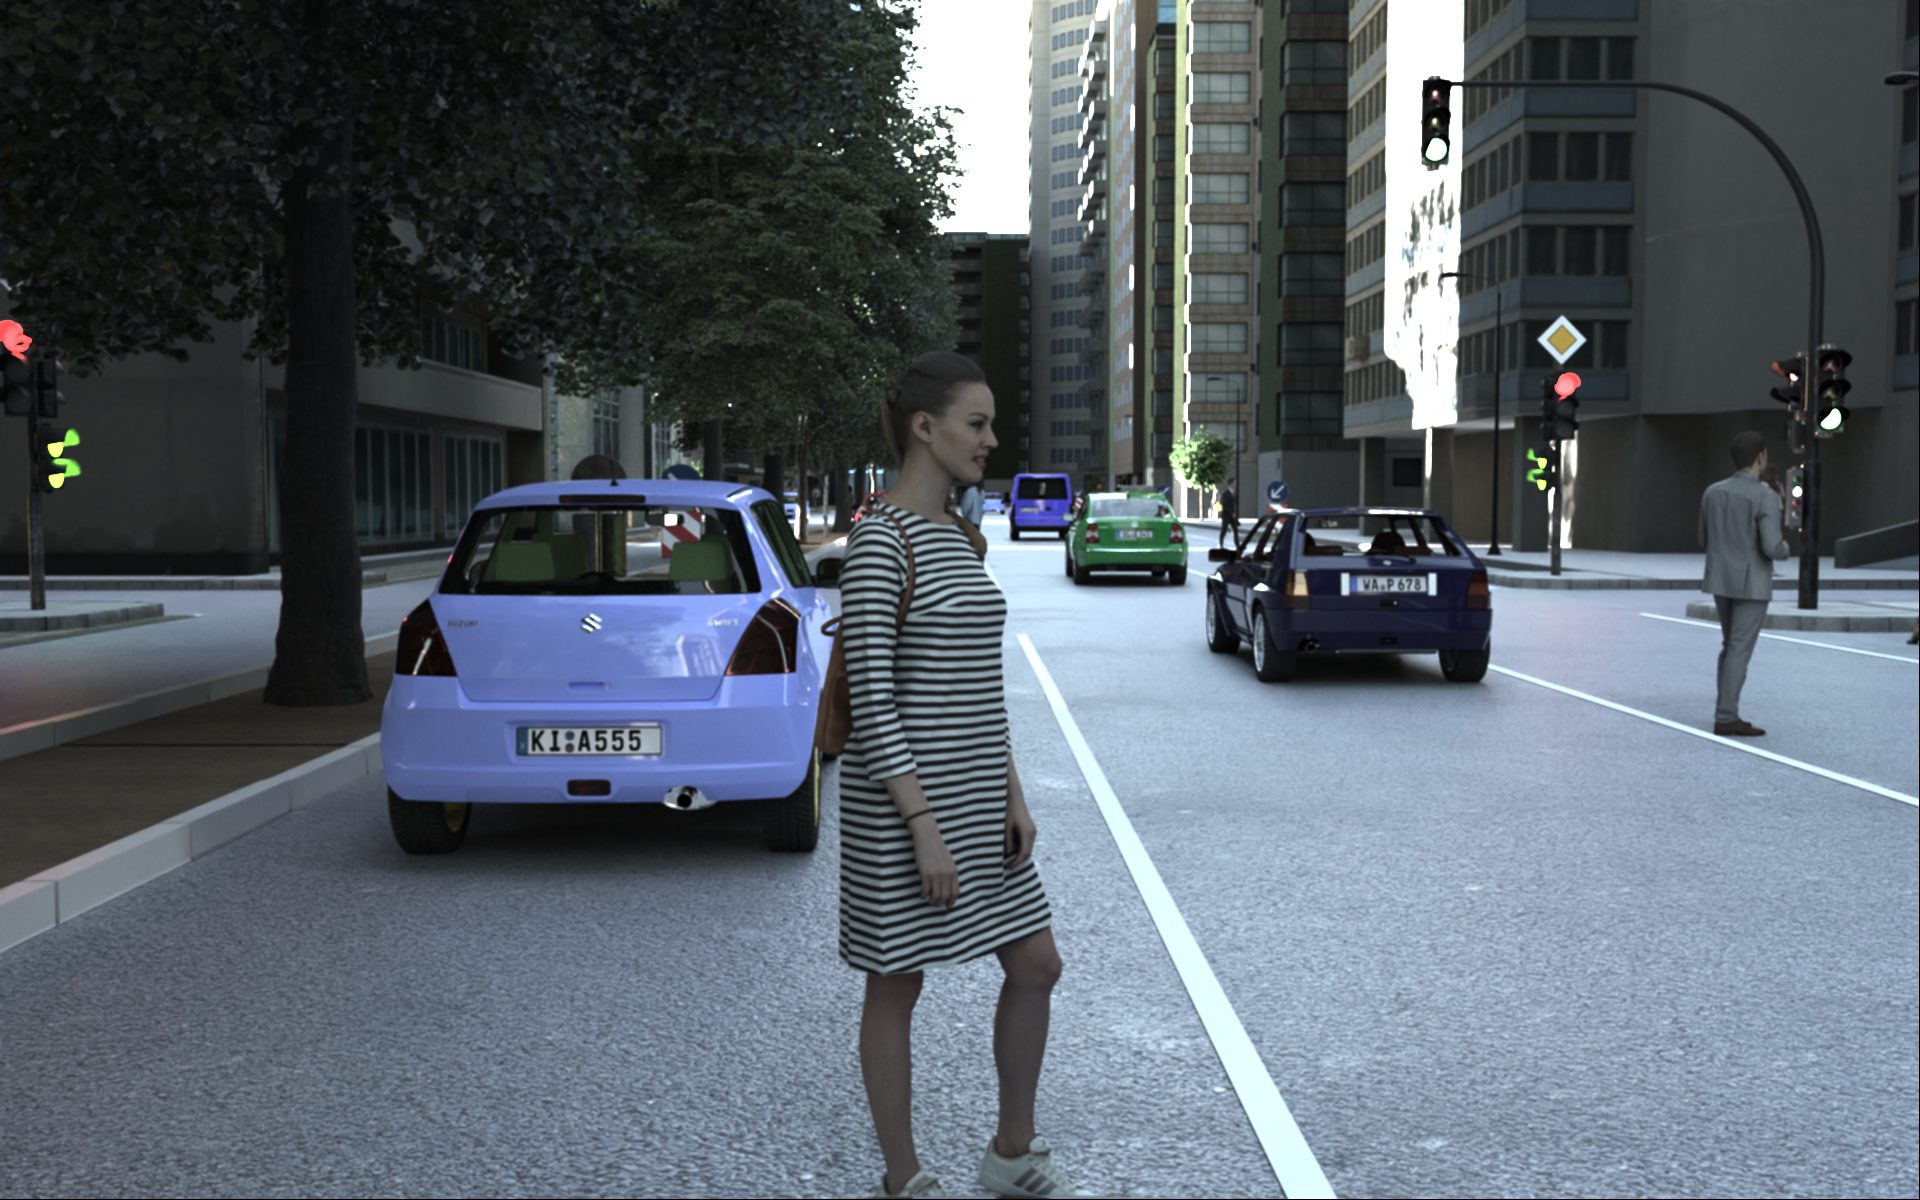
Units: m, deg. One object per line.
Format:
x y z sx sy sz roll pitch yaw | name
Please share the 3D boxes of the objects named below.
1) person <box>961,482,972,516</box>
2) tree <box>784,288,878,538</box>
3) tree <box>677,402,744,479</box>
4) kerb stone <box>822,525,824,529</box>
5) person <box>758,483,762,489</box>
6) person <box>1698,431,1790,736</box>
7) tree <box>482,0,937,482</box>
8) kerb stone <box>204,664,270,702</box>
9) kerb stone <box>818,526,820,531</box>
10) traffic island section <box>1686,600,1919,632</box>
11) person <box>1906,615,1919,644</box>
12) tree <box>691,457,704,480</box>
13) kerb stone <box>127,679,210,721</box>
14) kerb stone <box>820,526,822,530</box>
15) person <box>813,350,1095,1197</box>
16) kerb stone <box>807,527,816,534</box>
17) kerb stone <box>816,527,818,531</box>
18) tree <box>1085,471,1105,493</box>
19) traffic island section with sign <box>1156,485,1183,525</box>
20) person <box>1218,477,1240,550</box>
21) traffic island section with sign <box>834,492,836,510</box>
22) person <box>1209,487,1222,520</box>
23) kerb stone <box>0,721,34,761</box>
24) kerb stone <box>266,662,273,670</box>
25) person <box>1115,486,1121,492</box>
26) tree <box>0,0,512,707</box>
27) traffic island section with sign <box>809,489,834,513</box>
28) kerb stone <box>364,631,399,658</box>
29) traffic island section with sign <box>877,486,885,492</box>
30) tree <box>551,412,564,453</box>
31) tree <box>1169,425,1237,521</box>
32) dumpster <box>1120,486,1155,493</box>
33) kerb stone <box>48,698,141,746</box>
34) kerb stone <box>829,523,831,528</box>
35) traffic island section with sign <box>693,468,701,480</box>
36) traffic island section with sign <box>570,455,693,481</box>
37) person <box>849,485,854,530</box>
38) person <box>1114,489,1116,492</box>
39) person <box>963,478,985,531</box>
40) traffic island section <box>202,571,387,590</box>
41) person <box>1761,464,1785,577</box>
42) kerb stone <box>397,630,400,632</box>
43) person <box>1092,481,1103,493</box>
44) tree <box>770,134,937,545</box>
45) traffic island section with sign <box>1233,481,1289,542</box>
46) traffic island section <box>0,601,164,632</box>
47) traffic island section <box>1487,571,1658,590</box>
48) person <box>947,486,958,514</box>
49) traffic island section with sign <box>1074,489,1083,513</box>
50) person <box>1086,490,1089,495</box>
0.254 -2.001 41.555 0.601 1.785 0.444 -2 4 -31 | person
-4.350 -6.303 55.875 4.360 8.622 3.978 0 3 0 | tree
-13.924 -9.065 98.576 4.360 8.622 3.978 0 3 0 | tree
-5.575 -2.818 68.337 0.120 0.150 1.000 0 4 0 | kerb stone
-6.501 -2.929 56.739 0.601 1.785 0.444 -1 4 -18 | person
4.730 -0.100 10.330 0.583 1.804 0.606 -2 4 -24 | person
-4.275 -6.651 29.324 7.486 12.596 7.792 0 3 0 | tree
-5.198 0.602 12.358 0.120 0.150 1.000 0 4 0 | kerb stone
-5.561 -2.696 66.289 0.120 0.150 1.000 0 4 0 | kerb stone
9.484 0.178 19.369 2.009 0.180 2.903 0 4 0 | traffic island section
9.351 -0.464 16.363 0.520 1.790 0.573 -1 4 -20 | person
-13.317 -5.811 89.610 1.663 3.219 1.824 0 3 0 | tree
-5.195 0.665 11.324 0.120 0.150 1.000 0 4 0 | kerb stone
-5.571 -2.759 67.311 0.120 0.150 1.000 0 4 0 | kerb stone
-0.047 0.378 3.326 0.522 1.701 0.512 2 4 28 | person
-5.544 -2.564 64.238 0.120 0.150 1.000 0 4 0 | kerb stone
-5.555 -2.634 65.263 0.120 0.150 1.000 0 4 0 | kerb stone
10.952 -8.928 140.572 1.663 3.219 1.824 0 3 0 | tree
9.090 -4.310 79.097 1.989 1.847 2.006 0 4 0 | traffic island section with sign
6.801 -2.141 43.287 0.755 1.850 0.659 2 4 33 | person
-10.855 -9.013 155.983 1.989 1.847 2.006 0 4 0 | traffic island section with sign
12.883 -4.952 87.233 0.699 1.804 1.509 1 4 12 | person
-5.173 0.790 9.280 0.120 0.150 1.000 0 4 0 | kerb stone
-5.197 0.539 13.380 0.120 0.150 1.000 0 4 0 | kerb stone
5.794 -3.330 63.789 0.563 1.720 0.643 2 4 30 | person
-4.431 -6.268 11.602 9.857 13.997 8.962 0 3 0 | tree
-10.673 -7.364 129.029 1.989 1.847 2.006 0 4 0 | traffic island section with sign
-5.225 0.414 15.434 0.120 0.150 1.000 0 4 0 | kerb stone
-4.750 -5.745 102.060 2.006 1.907 1.989 0 4 0 | traffic island section with sign
-13.461 -4.144 51.473 4.285 4.588 4.351 0 3 0 | tree
11.598 -6.034 82.375 4.285 4.588 4.351 0 3 0 | tree
8.772 -4.784 86.439 1.865 1.857 1.264 0 4 -1 | dumpster
-5.182 0.735 10.303 0.120 0.150 1.000 0 4 0 | kerb stone
-5.602 -3.073 72.438 0.120 0.150 1.000 0 4 0 | kerb stone
-4.233 -1.149 26.923 2.006 1.907 1.989 0 4 0 | traffic island section with sign
-4.193 -0.696 19.516 2.006 1.907 1.989 0 4 0 | traffic island section with sign
-4.283 -3.513 66.298 0.532 1.782 0.716 1 4 17 | person
9.061 -5.642 101.020 0.678 1.792 0.850 3 5 40 | person
0.300 -1.645 35.667 0.793 1.790 0.793 0 4 7 | person
-10.311 -0.302 27.226 2.009 0.180 2.903 0 4 0 | traffic island section
12.491 -1.241 26.922 0.643 1.750 0.593 2 4 32 | person
-5.229 0.351 16.456 0.120 0.150 1.000 0 4 0 | kerb stone
4.400 -2.811 54.452 0.794 1.824 0.713 1 4 21 | person
-4.385 -7.360 48.552 9.928 11.665 9.643 0 3 0 | tree
9.270 -2.650 51.953 1.989 1.847 2.006 0 4 0 | traffic island section with sign
-10.257 0.186 19.241 2.009 0.180 2.903 0 4 0 | traffic island section
9.430 -0.310 27.354 2.009 0.180 2.903 0 4 0 | traffic island section
-0.297 -3.615 68.151 0.519 1.759 0.362 -1 4 -10 | person
8.745 -7.404 129.689 1.989 1.847 2.006 0 4 0 | traffic island section with sign
10.840 -8.439 145.492 0.415 1.643 0.593 2 4 35 | person
